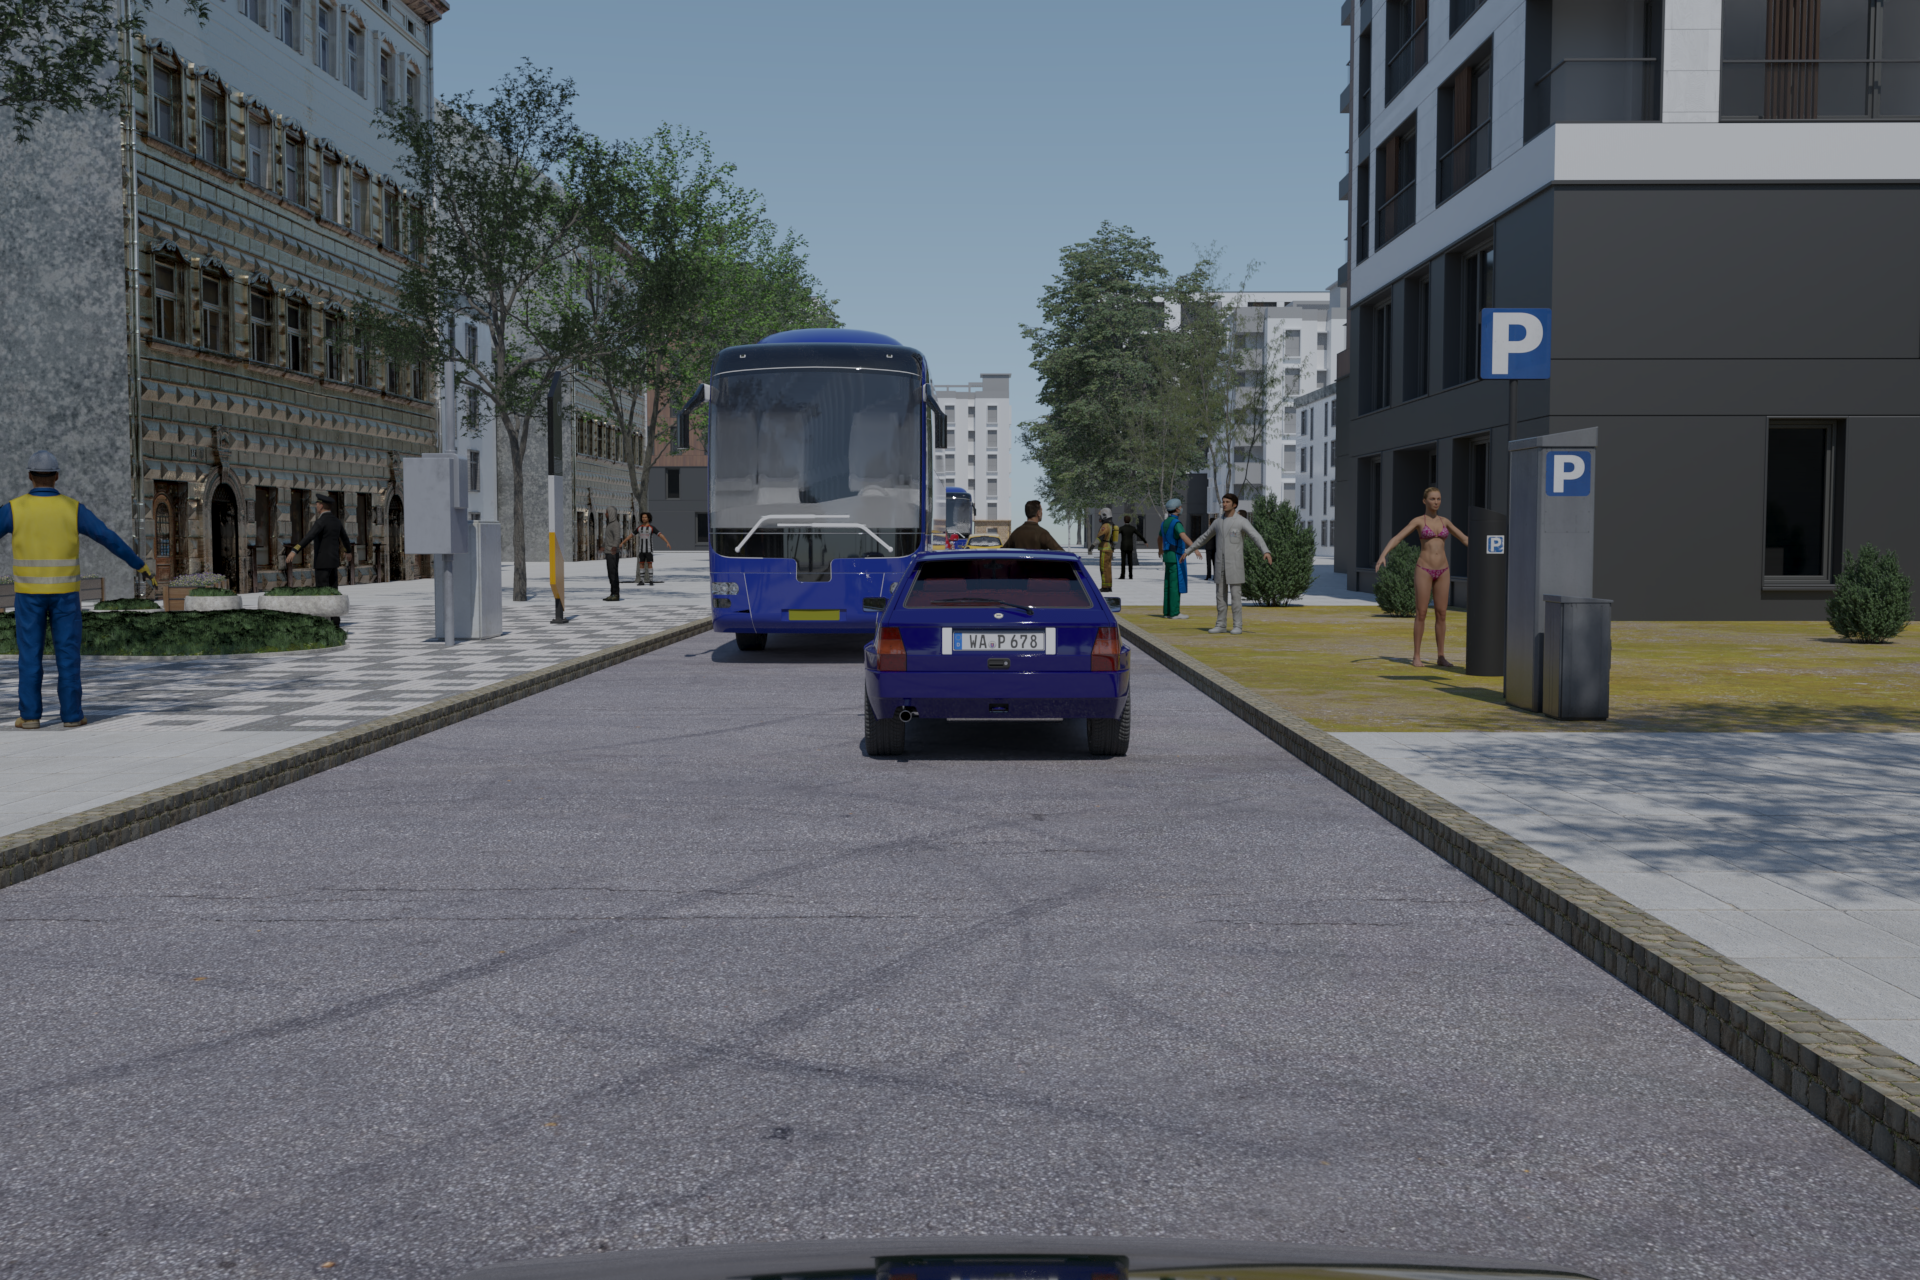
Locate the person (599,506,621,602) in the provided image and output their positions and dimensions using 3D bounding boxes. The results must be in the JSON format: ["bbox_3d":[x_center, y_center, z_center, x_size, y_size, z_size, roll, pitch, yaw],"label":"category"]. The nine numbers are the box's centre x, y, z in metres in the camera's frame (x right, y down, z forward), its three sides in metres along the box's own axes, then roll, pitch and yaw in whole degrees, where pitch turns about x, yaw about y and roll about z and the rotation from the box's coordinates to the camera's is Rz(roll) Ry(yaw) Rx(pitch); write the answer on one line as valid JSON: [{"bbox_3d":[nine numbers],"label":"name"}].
[{"bbox_3d":[-6.665,-1.648,33.079,0.705,1.813,1.348,-1,4,-22],"label":"person"}]

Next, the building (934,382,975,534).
[{"bbox_3d":[-5.108,-21.399,208.747,11.380,20.090,16.016,0,4,7],"label":"building"}]

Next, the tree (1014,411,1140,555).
[{"bbox_3d":[7.731,-10.492,105.958,7.601,10.594,8.767,3,5,42],"label":"tree"}]

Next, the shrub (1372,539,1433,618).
[{"bbox_3d":[6.830,-0.951,26.660,1.383,1.207,1.383,0,3,0],"label":"shrub"}]

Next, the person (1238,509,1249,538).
[{"bbox_3d":[6.050,-1.909,37.345,0.704,1.812,1.346,2,4,31],"label":"person"}]

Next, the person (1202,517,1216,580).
[{"bbox_3d":[6.922,-2.522,47.951,1.216,1.740,0.721,-2,4,-32],"label":"person"}]

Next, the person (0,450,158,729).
[{"bbox_3d":[-6.058,-0.338,11.494,1.349,1.833,0.705,-2,4,-29],"label":"person"}]

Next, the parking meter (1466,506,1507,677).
[{"bbox_3d":[4.792,-0.446,15.707,0.372,1.533,0.369,0,3,0],"label":"parking meter"}]

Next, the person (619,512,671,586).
[{"bbox_3d":[-7.799,-2.252,42.970,1.345,1.843,0.704,0,4,8],"label":"person"}]

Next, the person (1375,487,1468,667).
[{"bbox_3d":[4.587,-0.608,16.738,1.217,1.733,0.721,0,4,-8],"label":"person"}]

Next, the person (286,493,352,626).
[{"bbox_3d":[-8.700,-1.086,23.699,0.705,1.837,1.347,1,4,16],"label":"person"}]

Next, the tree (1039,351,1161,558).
[{"bbox_3d":[7.897,-10.247,93.290,9.928,11.665,9.643,0,3,0],"label":"tree"}]

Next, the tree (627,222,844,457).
[{"bbox_3d":[-7.659,-8.069,57.685,9.928,11.665,9.643,0,3,0],"label":"tree"}]

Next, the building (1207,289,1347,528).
[{"bbox_3d":[25.494,-17.415,141.162,16.016,20.090,11.380,0,4,1],"label":"building"}]

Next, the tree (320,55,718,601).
[{"bbox_3d":[-8.265,-6.037,33.116,8.767,10.594,7.601,1,4,22],"label":"tree"}]

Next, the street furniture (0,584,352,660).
[{"bbox_3d":[-11.927,-0.240,19.557,10.072,0.657,5.734,0,4,-6],"label":"street furniture"}]

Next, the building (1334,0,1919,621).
[{"bbox_3d":[22.770,-12.044,40.889,27.936,21.610,32.646,0,4,1],"label":"building"}]

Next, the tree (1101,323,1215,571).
[{"bbox_3d":[7.212,-6.726,60.329,4.360,8.622,3.978,0,3,0],"label":"tree"}]

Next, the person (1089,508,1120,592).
[{"bbox_3d":[3.195,-1.985,38.220,0.705,1.858,1.354,2,4,26],"label":"person"}]

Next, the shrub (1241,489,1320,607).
[{"bbox_3d":[5.513,-1.628,30.652,1.661,2.075,1.752,0,3,0],"label":"shrub"}]

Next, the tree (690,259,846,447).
[{"bbox_3d":[-8.017,-10.564,79.375,9.857,13.997,8.962,0,3,0],"label":"tree"}]

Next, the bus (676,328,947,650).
[{"bbox_3d":[-1.548,-2.018,24.541,2.896,3.916,12.251,0,4,0],"label":"bus"}]

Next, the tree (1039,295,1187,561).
[{"bbox_3d":[7.363,-10.035,82.204,7.486,12.596,7.792,0,3,0],"label":"tree"}]

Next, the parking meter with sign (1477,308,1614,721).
[{"bbox_3d":[4.295,-1.002,12.642,0.543,3.016,1.738,0,4,-1],"label":"parking meter with sign"}]

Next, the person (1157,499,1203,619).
[{"bbox_3d":[3.268,-1.230,26.245,0.704,1.817,1.347,-1,4,-20],"label":"person"}]

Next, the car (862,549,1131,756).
[{"bbox_3d":[0.239,0.002,12.546,1.945,1.354,3.894,0,3,0],"label":"car"}]

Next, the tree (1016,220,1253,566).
[{"bbox_3d":[6.927,-9.996,70.092,9.857,13.997,8.962,0,3,0],"label":"tree"}]

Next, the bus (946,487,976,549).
[{"bbox_3d":[-0.580,-6.223,93.287,2.896,3.916,12.251,0,4,0],"label":"bus"}]

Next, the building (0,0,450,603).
[{"bbox_3d":[-24.460,-12.842,40.891,19.493,23.208,18.063,0,4,1],"label":"building"}]

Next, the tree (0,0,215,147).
[{"bbox_3d":[-8.394,-4.652,10.467,8.767,10.594,7.601,1,4,18],"label":"tree"}]

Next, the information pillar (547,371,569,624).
[{"bbox_3d":[-5.756,-2.039,24.686,0.183,3.616,0.504,0,4,2],"label":"information pillar"}]

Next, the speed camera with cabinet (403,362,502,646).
[{"bbox_3d":[-6.048,-1.612,20.687,0.660,3.252,2.038,0,4,1],"label":"speed camera with cabinet"}]

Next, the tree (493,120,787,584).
[{"bbox_3d":[-8.349,-7.281,44.793,9.928,11.665,9.643,0,3,0],"label":"tree"}]

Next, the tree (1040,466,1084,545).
[{"bbox_3d":[14.310,-18.314,206.090,9.857,13.997,8.962,0,3,0],"label":"tree"}]

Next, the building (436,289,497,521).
[{"bbox_3d":[-21.884,-7.506,64.877,9.099,9.664,28.070,0,4,1],"label":"building"}]

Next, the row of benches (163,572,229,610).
[{"bbox_3d":[-11.616,-0.672,26.447,1.422,0.672,4.104,-1,4,-19],"label":"row of benches"}]

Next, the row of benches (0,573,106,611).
[{"bbox_3d":[-14.655,-0.727,27.354,1.422,0.672,4.104,0,4,-5],"label":"row of benches"}]

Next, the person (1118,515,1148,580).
[{"bbox_3d":[4.699,-2.612,48.898,1.347,1.806,0.705,-1,4,-13],"label":"person"}]

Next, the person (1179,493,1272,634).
[{"bbox_3d":[3.448,-0.985,22.289,1.347,1.806,0.705,3,5,39],"label":"person"}]

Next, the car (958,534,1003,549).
[{"bbox_3d":[0.927,-3.444,66.526,2.015,1.641,3.980,0,3,0],"label":"car"}]

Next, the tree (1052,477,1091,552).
[{"bbox_3d":[7.325,-10.253,117.994,4.360,8.622,3.978,0,3,0],"label":"tree"}]

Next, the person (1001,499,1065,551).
[{"bbox_3d":[0.829,-0.646,19.163,1.346,1.812,0.704,3,5,43],"label":"person"}]

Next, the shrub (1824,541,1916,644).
[{"bbox_3d":[10.689,-0.565,20.352,1.383,1.207,1.383,0,3,0],"label":"shrub"}]

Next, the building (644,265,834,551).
[{"bbox_3d":[-25.973,-18.536,147.035,27.936,21.610,32.646,0,4,1],"label":"building"}]

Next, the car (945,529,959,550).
[{"bbox_3d":[-1.167,-2.464,48.954,2.281,1.827,5.304,0,4,1],"label":"car"}]

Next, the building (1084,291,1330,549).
[{"bbox_3d":[25.421,-19.469,162.296,27.936,21.610,32.646,0,4,0],"label":"building"}]

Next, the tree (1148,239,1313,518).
[{"bbox_3d":[6.657,-5.713,43.770,4.360,8.622,3.978,0,3,0],"label":"tree"}]

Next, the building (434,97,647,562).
[{"bbox_3d":[-26.864,-15.710,87.783,19.493,23.208,18.063,0,4,0],"label":"building"}]

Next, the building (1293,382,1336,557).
[{"bbox_3d":[25.255,-9.274,93.776,9.099,9.664,28.070,0,3,0],"label":"building"}]
